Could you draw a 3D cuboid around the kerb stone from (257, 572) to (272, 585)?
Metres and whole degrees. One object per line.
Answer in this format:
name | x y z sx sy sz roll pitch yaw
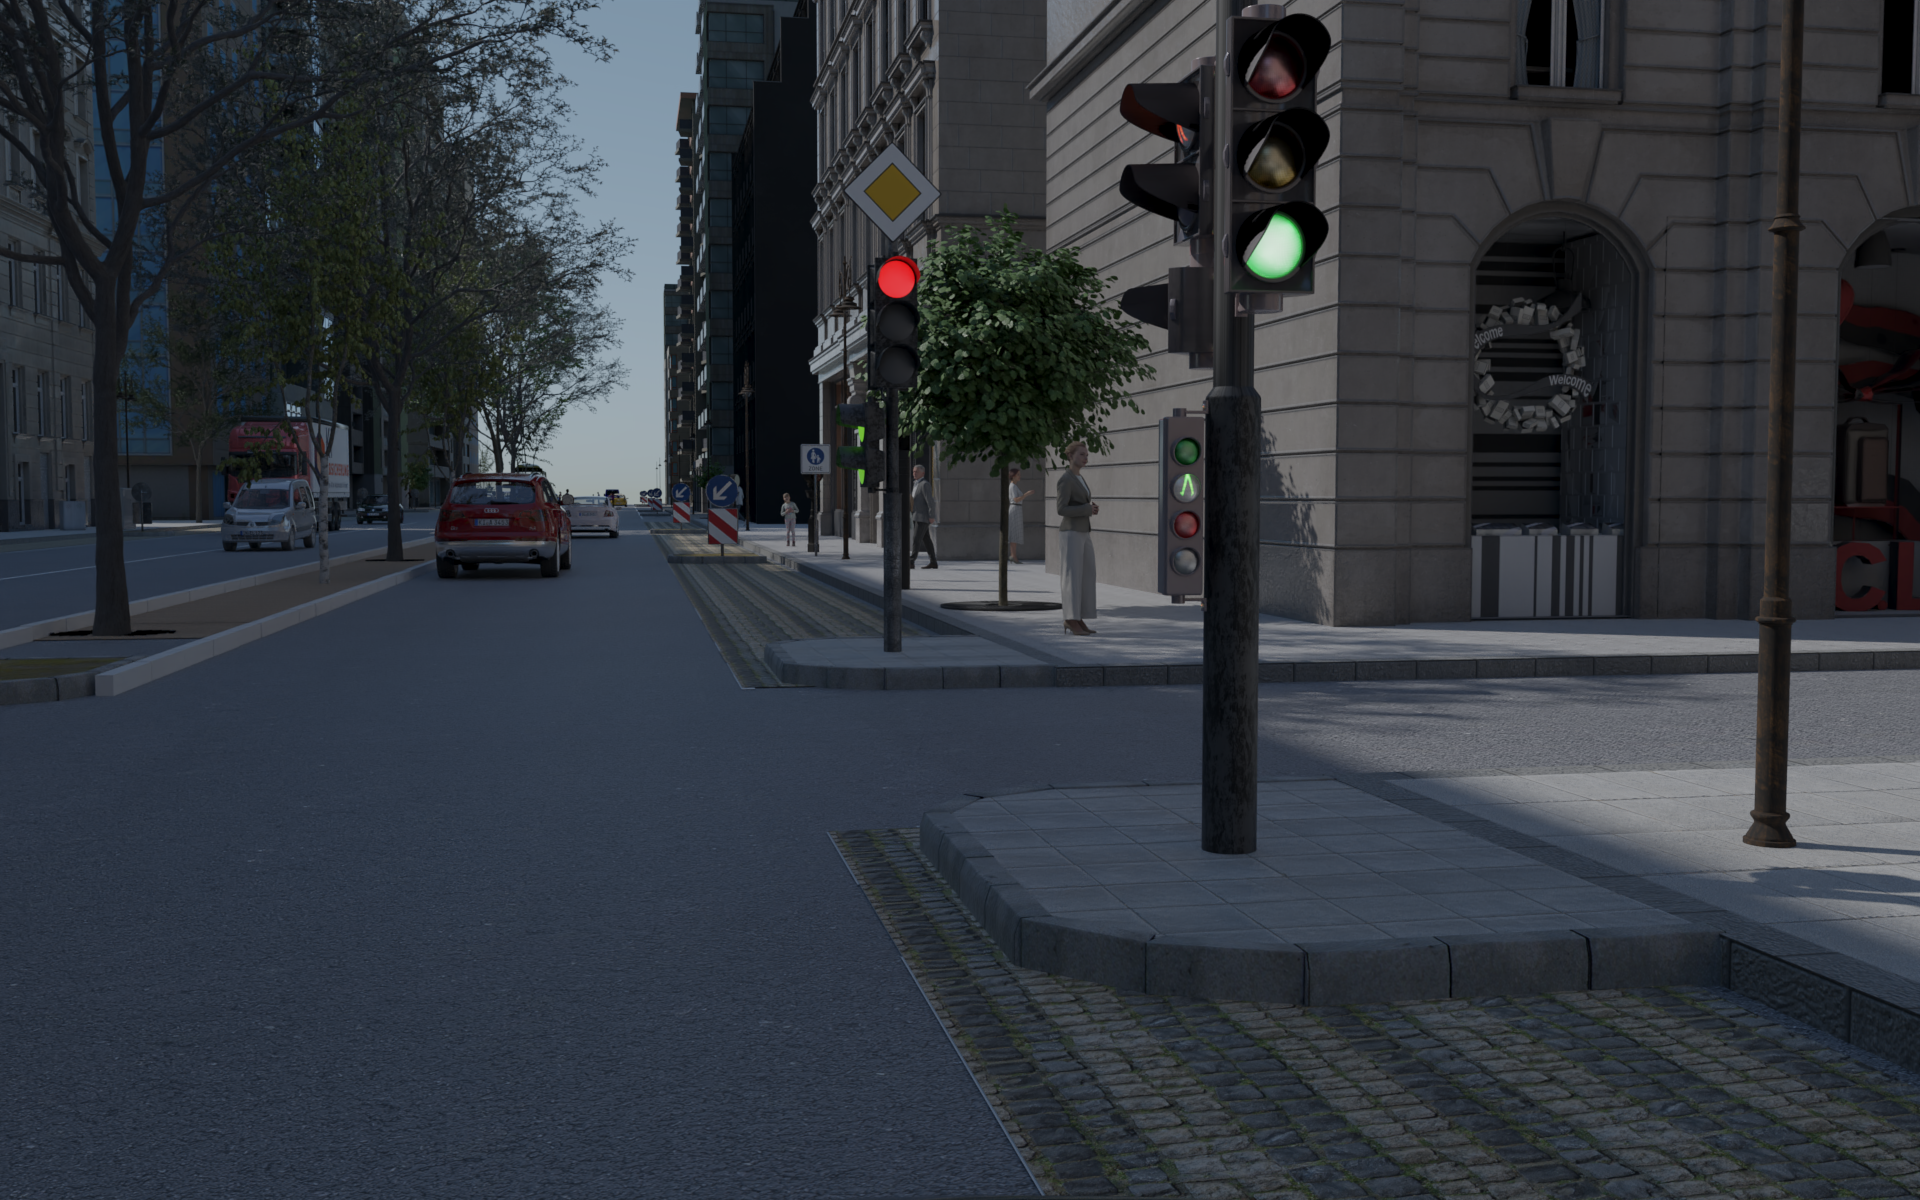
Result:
kerb stone | -11.117 -0.321 27.449 0.120 0.150 1.000 -1 4 -11

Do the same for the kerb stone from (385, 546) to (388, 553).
kerb stone | -13.839 -1.183 41.533 0.120 0.150 1.000 -1 4 -11

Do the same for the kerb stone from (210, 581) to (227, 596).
kerb stone | -10.549 -0.136 24.422 0.120 0.150 1.000 -1 4 -11

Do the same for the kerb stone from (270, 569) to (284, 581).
kerb stone | -11.314 -0.383 28.452 0.120 0.150 1.000 -1 4 -11

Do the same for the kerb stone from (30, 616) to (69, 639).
kerb stone | -9.193 0.295 17.377 0.120 0.150 1.000 -1 4 -11

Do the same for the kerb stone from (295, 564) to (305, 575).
kerb stone | -11.711 -0.502 30.458 0.120 0.150 1.000 -1 4 -11

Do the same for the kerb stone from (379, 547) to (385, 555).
kerb stone | -13.644 -1.116 40.512 0.120 0.150 1.000 -1 4 -11

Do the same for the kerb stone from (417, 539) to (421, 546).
kerb stone | -15.001 -1.552 47.587 0.120 0.150 1.000 -1 4 -11

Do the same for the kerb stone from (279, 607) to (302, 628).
kerb stone | -7.331 0.212 18.804 0.120 0.150 1.000 -1 4 -11

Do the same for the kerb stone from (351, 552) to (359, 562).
kerb stone | -12.862 -0.874 36.490 0.120 0.150 1.000 -1 4 -11

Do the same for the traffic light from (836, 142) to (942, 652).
traffic light | -0.568 -1.534 14.001 0.839 4.253 0.868 -1 4 -11

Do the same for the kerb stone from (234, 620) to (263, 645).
kerb stone | -6.948 0.334 16.789 0.120 0.150 1.000 -1 4 -11

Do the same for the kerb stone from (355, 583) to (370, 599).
kerb stone | -8.299 -0.102 23.856 0.120 0.150 1.000 -1 4 -11

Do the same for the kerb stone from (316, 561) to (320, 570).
kerb stone | -12.096 -0.628 32.465 0.120 0.150 1.000 -1 4 -11

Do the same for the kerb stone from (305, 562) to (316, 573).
kerb stone | -11.898 -0.565 31.462 0.120 0.150 1.000 -1 4 -11

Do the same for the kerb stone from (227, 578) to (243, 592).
kerb stone | -10.744 -0.197 25.439 0.120 0.150 1.000 -1 4 -11

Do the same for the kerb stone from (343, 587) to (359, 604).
kerb stone | -8.107 -0.040 22.851 0.120 0.150 1.000 -1 4 -11

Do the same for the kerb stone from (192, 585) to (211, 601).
kerb stone | -10.349 -0.075 23.420 0.120 0.150 1.000 -1 4 -11

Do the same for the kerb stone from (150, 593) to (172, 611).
kerb stone | -9.960 0.049 21.400 0.120 0.150 1.000 -1 4 -11

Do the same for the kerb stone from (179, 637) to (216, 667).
kerb stone | -6.551 0.454 14.774 0.120 0.150 1.000 -1 4 -11

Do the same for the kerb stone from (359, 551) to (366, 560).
kerb stone | -13.059 -0.933 37.493 0.120 0.150 1.000 -1 4 -11

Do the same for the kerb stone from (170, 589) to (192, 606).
kerb stone | -10.161 -0.012 22.407 0.120 0.150 1.000 -1 4 -11

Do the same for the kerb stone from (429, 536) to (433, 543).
kerb stone | -15.585 -1.737 50.603 0.120 0.150 1.000 -1 4 -11

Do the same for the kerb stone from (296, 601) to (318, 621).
kerb stone | -7.526 0.146 19.816 0.120 0.150 1.000 -1 4 -11

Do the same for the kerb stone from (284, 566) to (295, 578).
kerb stone | -11.513 -0.444 29.454 0.120 0.150 1.000 -1 4 -11

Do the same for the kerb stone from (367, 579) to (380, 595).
kerb stone | -8.495 -0.163 24.865 0.120 0.150 1.000 -1 4 -11

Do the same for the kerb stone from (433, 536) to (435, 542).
kerb stone | -15.780 -1.800 51.625 0.120 0.150 1.000 -1 4 -11

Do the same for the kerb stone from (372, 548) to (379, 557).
kerb stone | -13.448 -1.058 39.503 0.120 0.150 1.000 -1 4 -11

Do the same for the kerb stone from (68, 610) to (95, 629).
kerb stone | -9.384 0.234 18.381 0.120 0.150 1.000 -1 4 -11

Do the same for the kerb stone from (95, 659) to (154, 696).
kerb stone | -6.160 0.578 12.767 0.120 0.150 1.000 -1 4 -11

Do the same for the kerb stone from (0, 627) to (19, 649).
kerb stone | -8.997 0.365 16.374 0.120 0.150 1.000 -1 4 -11

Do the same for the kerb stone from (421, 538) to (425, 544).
kerb stone | -15.203 -1.615 48.595 0.120 0.150 1.000 -1 4 -11

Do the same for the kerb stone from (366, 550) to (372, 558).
kerb stone | -13.256 -0.997 38.498 0.120 0.150 1.000 -1 4 -11

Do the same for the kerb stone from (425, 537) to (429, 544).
kerb stone | -15.392 -1.672 49.600 0.120 0.150 1.000 -1 4 -11

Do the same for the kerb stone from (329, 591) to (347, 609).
kerb stone | -7.909 0.023 21.839 0.120 0.150 1.000 -1 4 -11

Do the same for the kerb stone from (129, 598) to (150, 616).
kerb stone | -9.771 0.110 20.395 0.120 0.150 1.000 -1 4 -11

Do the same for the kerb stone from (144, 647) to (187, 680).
kerb stone | -6.354 0.515 13.771 0.120 0.150 1.000 -1 4 -11

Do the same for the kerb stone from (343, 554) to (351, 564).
kerb stone | -12.672 -0.812 35.476 0.120 0.150 1.000 -1 4 -11

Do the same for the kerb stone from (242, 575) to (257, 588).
kerb stone | -10.936 -0.260 26.443 0.120 0.150 1.000 -1 4 -11

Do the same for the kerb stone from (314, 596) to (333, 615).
kerb stone | -7.717 0.083 20.835 0.120 0.150 1.000 -1 4 -11

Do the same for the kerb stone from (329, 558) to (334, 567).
kerb stone | -12.285 -0.687 33.469 0.120 0.150 1.000 -1 4 -11

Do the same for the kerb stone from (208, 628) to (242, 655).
kerb stone | -6.742 0.393 15.778 0.120 0.150 1.000 -1 4 -11

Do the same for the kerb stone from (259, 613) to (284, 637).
kerb stone | -7.131 0.272 17.797 0.120 0.150 1.000 -1 4 -11

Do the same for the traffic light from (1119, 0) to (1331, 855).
traffic light | -1.096 -1.893 5.626 4.771 5.953 1.251 -1 4 -11

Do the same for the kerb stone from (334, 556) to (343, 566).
kerb stone | -12.479 -0.751 34.473 0.120 0.150 1.000 -1 4 -11

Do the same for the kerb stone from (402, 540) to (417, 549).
kerb stone | -14.803 -1.488 46.575 0.120 0.150 1.000 -1 4 -11
